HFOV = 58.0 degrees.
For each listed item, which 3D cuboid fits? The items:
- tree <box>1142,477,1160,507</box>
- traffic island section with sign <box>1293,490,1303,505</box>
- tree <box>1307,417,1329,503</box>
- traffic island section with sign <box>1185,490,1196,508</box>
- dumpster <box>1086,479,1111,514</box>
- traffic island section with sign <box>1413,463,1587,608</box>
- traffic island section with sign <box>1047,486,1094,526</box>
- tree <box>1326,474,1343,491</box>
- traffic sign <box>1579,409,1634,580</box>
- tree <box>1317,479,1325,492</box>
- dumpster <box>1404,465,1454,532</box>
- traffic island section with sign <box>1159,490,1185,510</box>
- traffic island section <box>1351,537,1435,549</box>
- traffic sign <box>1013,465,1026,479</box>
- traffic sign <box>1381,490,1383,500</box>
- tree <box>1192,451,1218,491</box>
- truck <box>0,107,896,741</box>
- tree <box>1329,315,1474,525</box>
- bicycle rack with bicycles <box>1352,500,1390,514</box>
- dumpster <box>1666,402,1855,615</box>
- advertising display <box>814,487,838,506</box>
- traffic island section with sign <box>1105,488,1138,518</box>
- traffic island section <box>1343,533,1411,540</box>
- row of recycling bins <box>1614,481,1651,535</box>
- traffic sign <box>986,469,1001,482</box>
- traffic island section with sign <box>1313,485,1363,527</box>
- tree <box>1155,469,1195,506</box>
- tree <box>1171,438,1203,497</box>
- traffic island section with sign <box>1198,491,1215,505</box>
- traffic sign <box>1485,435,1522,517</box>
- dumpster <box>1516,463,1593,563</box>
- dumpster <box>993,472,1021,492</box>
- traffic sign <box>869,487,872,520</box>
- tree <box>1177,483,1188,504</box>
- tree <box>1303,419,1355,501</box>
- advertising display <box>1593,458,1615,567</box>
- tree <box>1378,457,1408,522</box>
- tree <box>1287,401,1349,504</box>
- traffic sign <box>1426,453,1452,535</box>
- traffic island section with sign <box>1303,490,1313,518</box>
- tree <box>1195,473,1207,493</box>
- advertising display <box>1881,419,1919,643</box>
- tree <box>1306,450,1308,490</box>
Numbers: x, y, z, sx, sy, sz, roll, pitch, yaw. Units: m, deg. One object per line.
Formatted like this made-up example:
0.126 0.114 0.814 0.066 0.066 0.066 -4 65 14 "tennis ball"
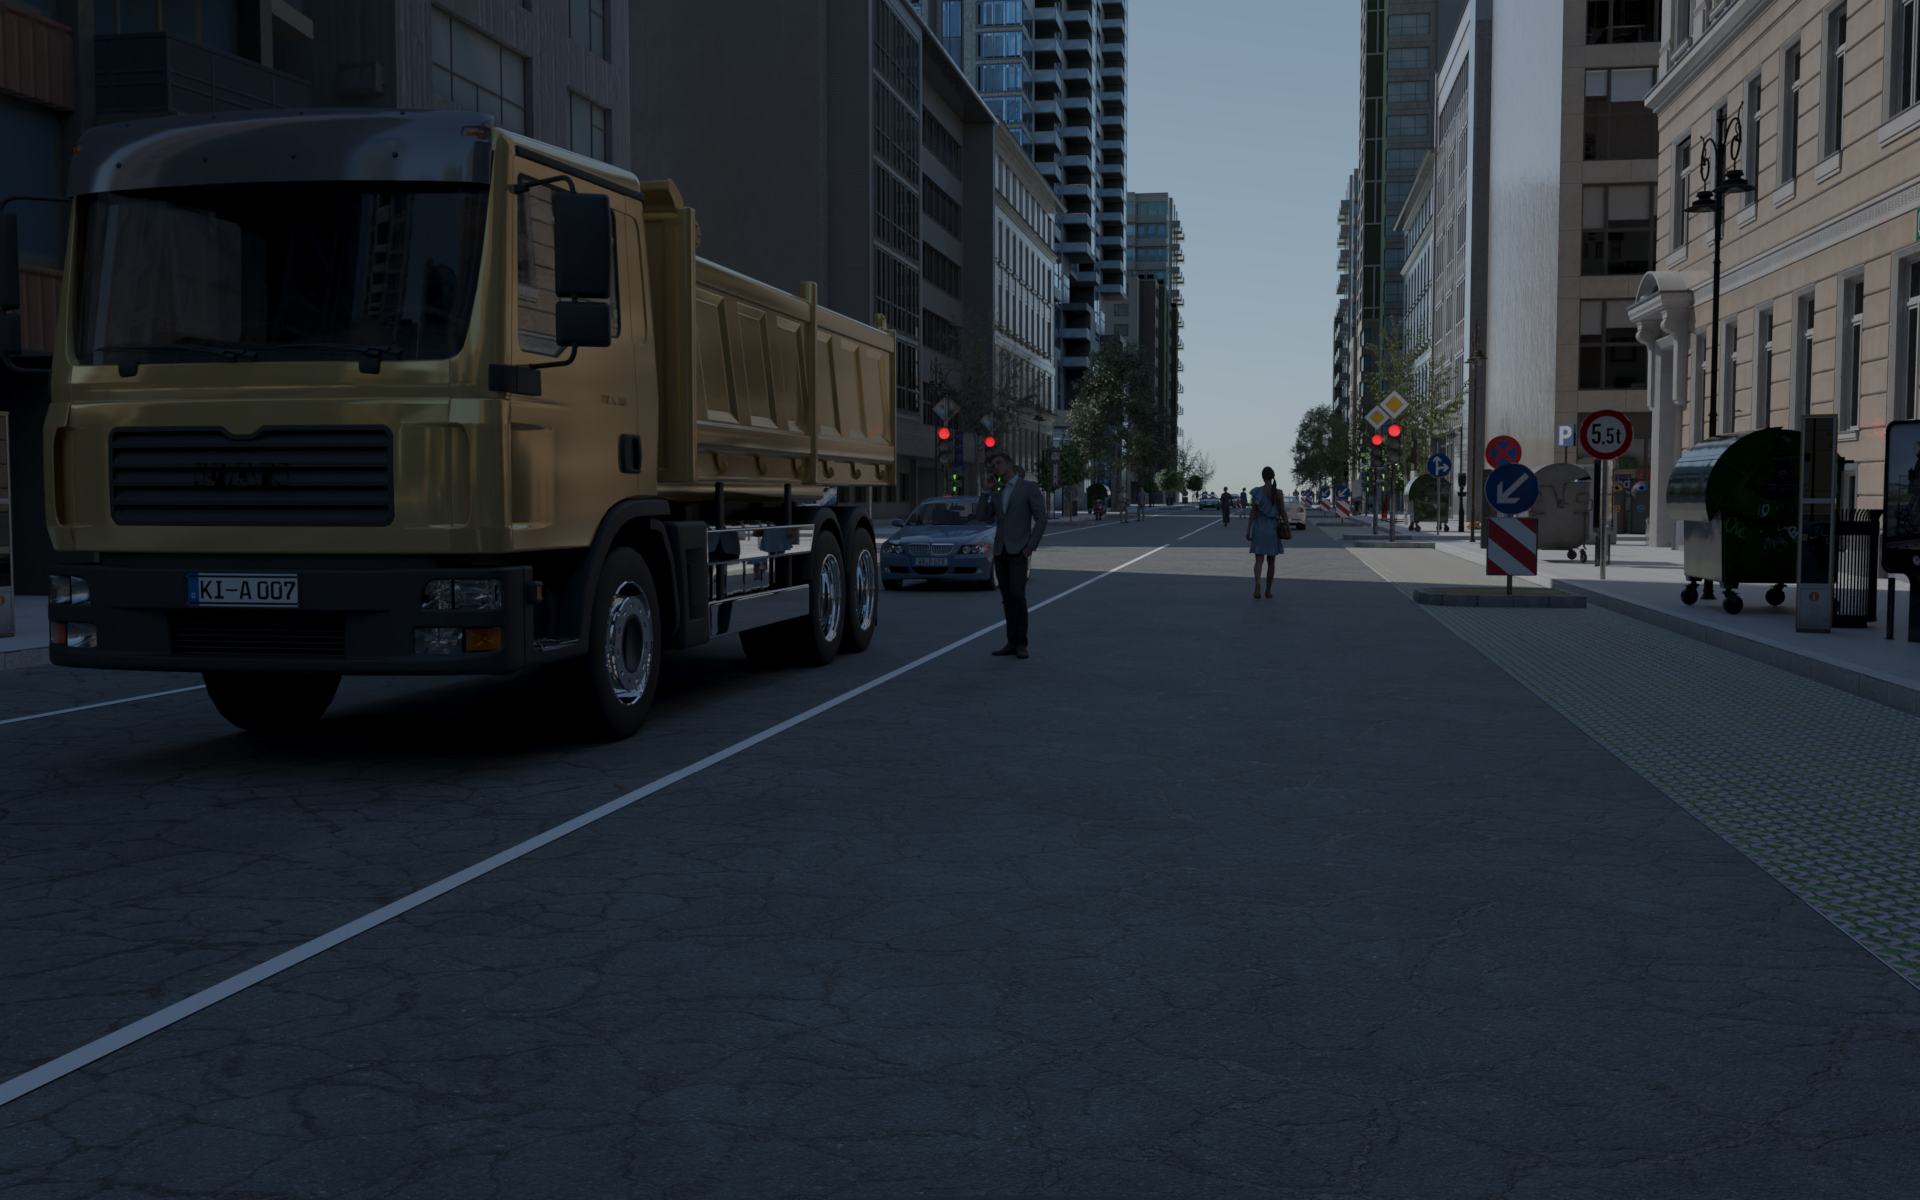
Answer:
19.460 -11.089 175.909 1.663 3.219 1.824 0 3 0 "tree"
30.716 -8.842 153.188 1.989 1.847 2.006 1 4 10 "traffic island section with sign"
26.748 -10.201 117.149 4.737 8.622 4.395 0 3 0 "tree"
23.730 -10.601 181.946 1.989 1.847 2.006 1 4 10 "traffic island section with sign"
8.877 -6.683 111.753 1.502 2.255 1.985 1 4 10 "dumpster"
7.000 -0.858 22.657 1.989 1.847 2.006 1 4 10 "traffic island section with sign"
5.112 -4.335 79.507 1.989 1.847 2.006 1 4 10 "traffic island section with sign"
37.577 -10.788 170.977 1.663 3.219 1.824 0 3 0 "tree"
9.662 -1.581 25.959 0.768 2.556 0.104 1 4 15 "traffic sign"
40.851 -12.174 193.649 1.663 3.219 1.824 0 3 0 "tree"
16.096 -3.484 59.461 1.502 2.255 1.985 1 4 10 "dumpster"
18.914 -8.978 155.423 1.989 1.847 2.006 1 4 10 "traffic island section with sign"
11.726 -1.506 46.909 2.009 0.180 2.903 1 4 10 "traffic island section"
2.511 -4.675 76.536 0.768 2.556 0.104 1 4 17 "traffic sign"
21.829 -5.468 89.507 0.768 2.556 0.104 1 4 17 "traffic sign"
40.567 -20.636 287.760 4.360 8.622 3.978 0 3 0 "tree"
-2.737 -1.004 12.348 3.469 3.379 9.791 1 4 11 "truck"
18.695 -7.410 71.516 4.737 8.622 4.395 0 3 0 "tree"
27.366 -6.173 114.312 2.852 0.926 2.925 0 4 -3 "bicycle rack with bicycles"
8.772 -1.014 19.068 1.502 2.255 1.985 1 4 10 "dumpster"
-3.595 -2.500 46.083 0.123 1.923 0.974 2 4 35 "advertising display"
9.923 -5.957 106.031 1.989 1.847 2.006 1 4 10 "traffic island section with sign"
13.154 -1.987 54.766 2.009 0.180 2.903 1 4 10 "traffic island section"
22.049 -2.917 54.799 3.534 1.692 1.069 2 4 33 "row of recycling bins"
1.433 -4.358 71.357 0.768 2.556 0.104 1 4 17 "traffic sign"
16.852 -4.176 76.905 1.989 1.847 2.006 1 4 10 "traffic island section with sign"
24.812 -13.371 202.330 4.285 4.588 4.351 0 3 0 "tree"
28.483 -16.494 220.038 4.737 8.622 4.395 0 3 0 "tree"
33.464 -13.875 235.475 1.989 1.847 2.006 1 4 10 "traffic island section with sign"
11.779 -2.294 37.605 0.768 2.556 0.104 1 4 17 "traffic sign"
11.328 -1.673 33.104 1.264 1.857 1.865 1 4 10 "dumpster"
2.055 -4.389 74.251 1.502 2.255 1.985 1 4 10 "dumpster"
-2.577 -3.053 50.017 0.768 2.556 0.104 1 4 18 "traffic sign"
29.373 -14.370 229.549 1.663 3.219 1.824 0 3 0 "tree"
36.043 -13.201 166.199 4.360 8.622 3.978 0 3 0 "tree"
11.483 -1.571 30.904 0.123 1.923 0.974 2 4 34 "advertising display"
20.056 -5.176 79.233 1.663 3.219 1.824 0 3 0 "tree"
44.557 -18.117 213.218 9.611 12.733 9.660 0 3 0 "tree"
14.947 -3.301 54.081 0.768 2.556 0.104 1 4 14 "traffic sign"
21.758 -5.826 103.878 1.989 1.847 2.006 1 4 10 "traffic island section with sign"
33.688 -16.174 248.157 4.285 4.588 4.351 0 3 0 "tree"
8.332 -0.588 14.822 0.123 1.923 0.974 -1 4 -18 "advertising display"
33.782 -12.658 157.319 4.737 8.622 4.395 0 3 0 "tree"
